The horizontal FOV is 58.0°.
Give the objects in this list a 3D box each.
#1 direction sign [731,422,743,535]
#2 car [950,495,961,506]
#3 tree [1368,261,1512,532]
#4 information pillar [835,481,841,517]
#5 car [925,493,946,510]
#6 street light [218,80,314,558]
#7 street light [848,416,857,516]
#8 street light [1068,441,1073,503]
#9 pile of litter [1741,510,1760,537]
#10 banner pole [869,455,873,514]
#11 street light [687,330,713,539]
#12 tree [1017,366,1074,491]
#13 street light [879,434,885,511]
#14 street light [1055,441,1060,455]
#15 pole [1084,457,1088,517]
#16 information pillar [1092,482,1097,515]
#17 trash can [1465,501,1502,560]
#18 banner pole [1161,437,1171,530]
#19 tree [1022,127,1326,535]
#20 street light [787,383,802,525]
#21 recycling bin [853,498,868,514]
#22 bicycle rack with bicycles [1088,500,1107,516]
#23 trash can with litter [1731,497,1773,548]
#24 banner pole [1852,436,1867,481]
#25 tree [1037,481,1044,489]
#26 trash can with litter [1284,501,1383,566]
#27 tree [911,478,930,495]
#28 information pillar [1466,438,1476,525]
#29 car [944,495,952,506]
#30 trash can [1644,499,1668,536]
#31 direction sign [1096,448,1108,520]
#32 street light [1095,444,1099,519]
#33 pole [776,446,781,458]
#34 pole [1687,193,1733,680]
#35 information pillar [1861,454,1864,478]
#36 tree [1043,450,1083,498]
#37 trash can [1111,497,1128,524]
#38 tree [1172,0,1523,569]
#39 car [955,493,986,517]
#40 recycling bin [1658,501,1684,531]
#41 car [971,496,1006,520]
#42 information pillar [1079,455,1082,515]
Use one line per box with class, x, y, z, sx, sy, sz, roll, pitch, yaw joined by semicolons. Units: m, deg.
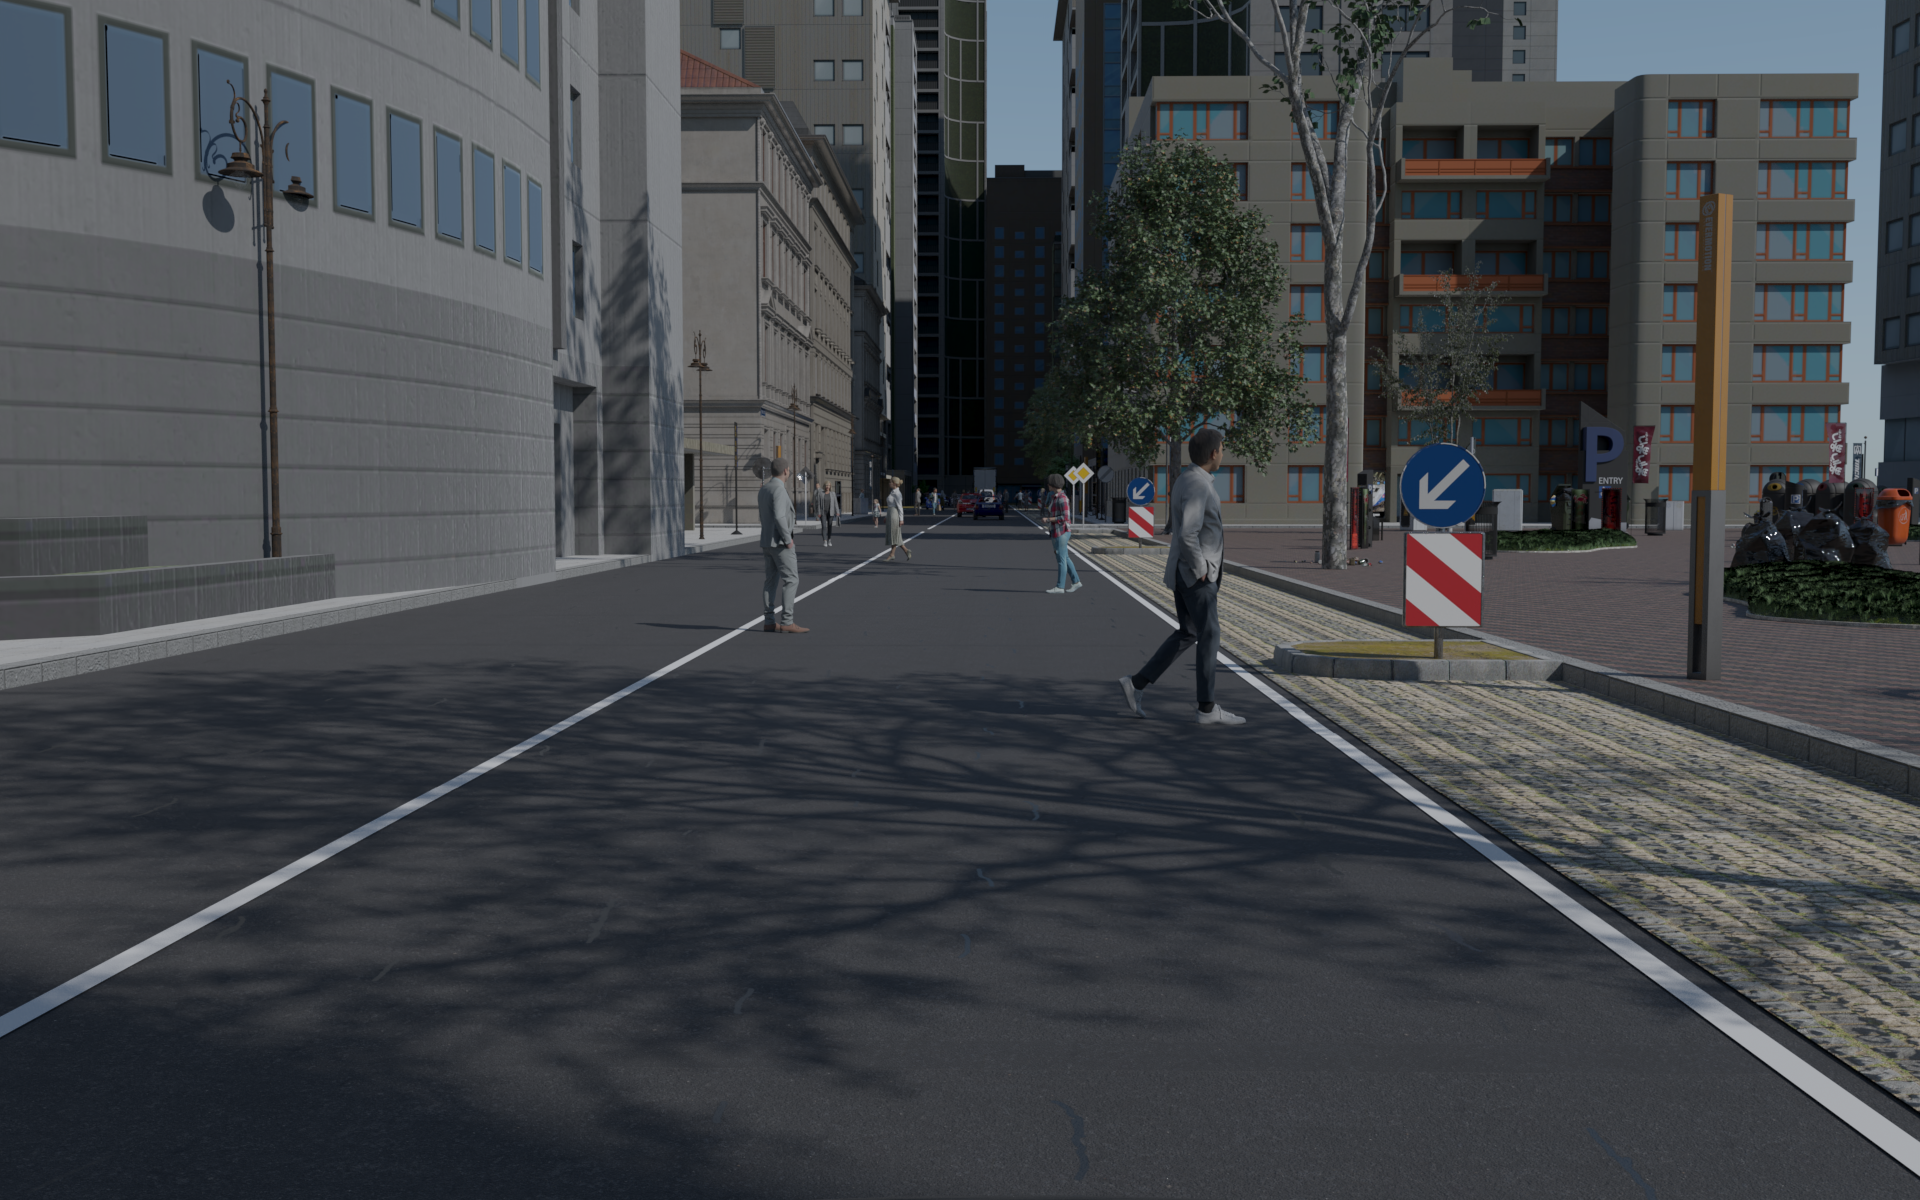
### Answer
direction sign;-7.069;-3.836;54.712;0.379;3.537;0.876;0;4;-3
car;-0.308;-12.592;218.238;2.083;1.381;4.827;0;4;1
tree;15.419;-6.396;54.943;4.360;8.622;3.978;0;3;0
information pillar;-6.700;-5.549;95.224;0.304;2.012;0.304;-1;4;-15
car;-2.315;-9.284;161.382;1.945;1.707;3.694;0;4;-1
street light;-7.915;-2.883;19.920;0.468;5.910;1.993;0;4;1
street light;-6.271;-7.837;100.918;0.468;5.910;1.993;0;4;1
street light;7.616;-8.877;117.930;0.468;5.910;1.993;0;4;1
pile of litter;23.491;-2.224;50.331;1.719;0.858;1.176;0;4;2
banner pole;-5.712;-7.436;111.593;0.401;3.779;0.863;1;4;13
street light;-7.323;-4.657;48.937;0.468;5.910;1.993;0;4;1
tree;8.768;-14.361;152.926;7.486;12.596;7.792;0;3;0
street light;-5.786;-9.609;129.890;0.468;5.910;1.993;0;4;1
street light;8.287;-10.629;146.567;0.468;5.910;1.993;0;4;1
pole;6.922;-6.197;95.160;0.158;3.312;0.155;0;3;0
information pillar;8.290;-6.237;106.467;0.304;2.012;0.304;1;4;13
trash can;10.241;-1.368;34.019;0.748;1.137;0.748;0;3;0
banner pole;7.587;-4.434;62.513;0.401;3.779;0.863;3;4;39
tree;6.736;-8.413;54.562;9.611;12.733;9.660;0;3;0
street light;-6.913;-6.095;72.441;0.468;5.910;1.993;0;4;1
recycling bin;-6.279;-5.924;109.413;0.722;1.027;0.722;3;5;40
bicycle rack with bicycles;9.171;-5.427;102.118;2.925;0.926;2.852;1;4;18
trash can with litter;19.151;-1.877;41.750;2.233;1.210;1.678;-3;5;-43
banner pole;38.775;-5.176;74.637;0.863;3.779;0.401;-1;4;-14
tree;11.079;-14.044;224.219;1.663;3.219;1.824;0;3;0
trash can with litter;6.951;-1.264;31.729;1.678;1.210;2.233;0;4;-2
tree;-4.236;-12.796;203.817;1.663;3.219;1.824;0;3;0
information pillar;21.228;-4.934;72.025;0.504;3.616;0.183;-2;4;-27
car;-1.912;-11.552;201.457;1.945;1.354;3.894;0;4;2
trash can;21.436;-2.552;53.380;0.748;1.137;0.748;0;3;0
direction sign;6.969;-5.693;85.084;0.379;3.537;0.876;3;5;45
street light;7.099;-7.135;89.451;0.468;5.910;1.993;0;4;1
pole;-7.663;-4.849;73.130;0.158;3.312;0.155;0;3;0
pole;5.161;-1.105;11.917;0.158;3.312;0.155;0;3;0
information pillar;52.476;-6.697;100.848;0.183;3.616;0.504;1;4;18
tree;7.918;-8.860;128.569;4.285;4.588;4.351;0;3;0
trash can;6.864;-3.856;74.707;0.748;1.137;0.748;0;3;0
tree;4.964;-10.568;28.675;12.611;20.169;13.585;0;3;0
car;0.746;-6.092;108.639;2.155;1.783;4.494;0;4;2
recycling bin;25.156;-2.983;61.328;0.722;1.027;0.722;0;4;6
car;1.590;-5.149;96.764;1.945;1.354;3.894;0;4;0
information pillar;7.328;-6.945;104.901;0.183;3.616;0.504;1;4;13
